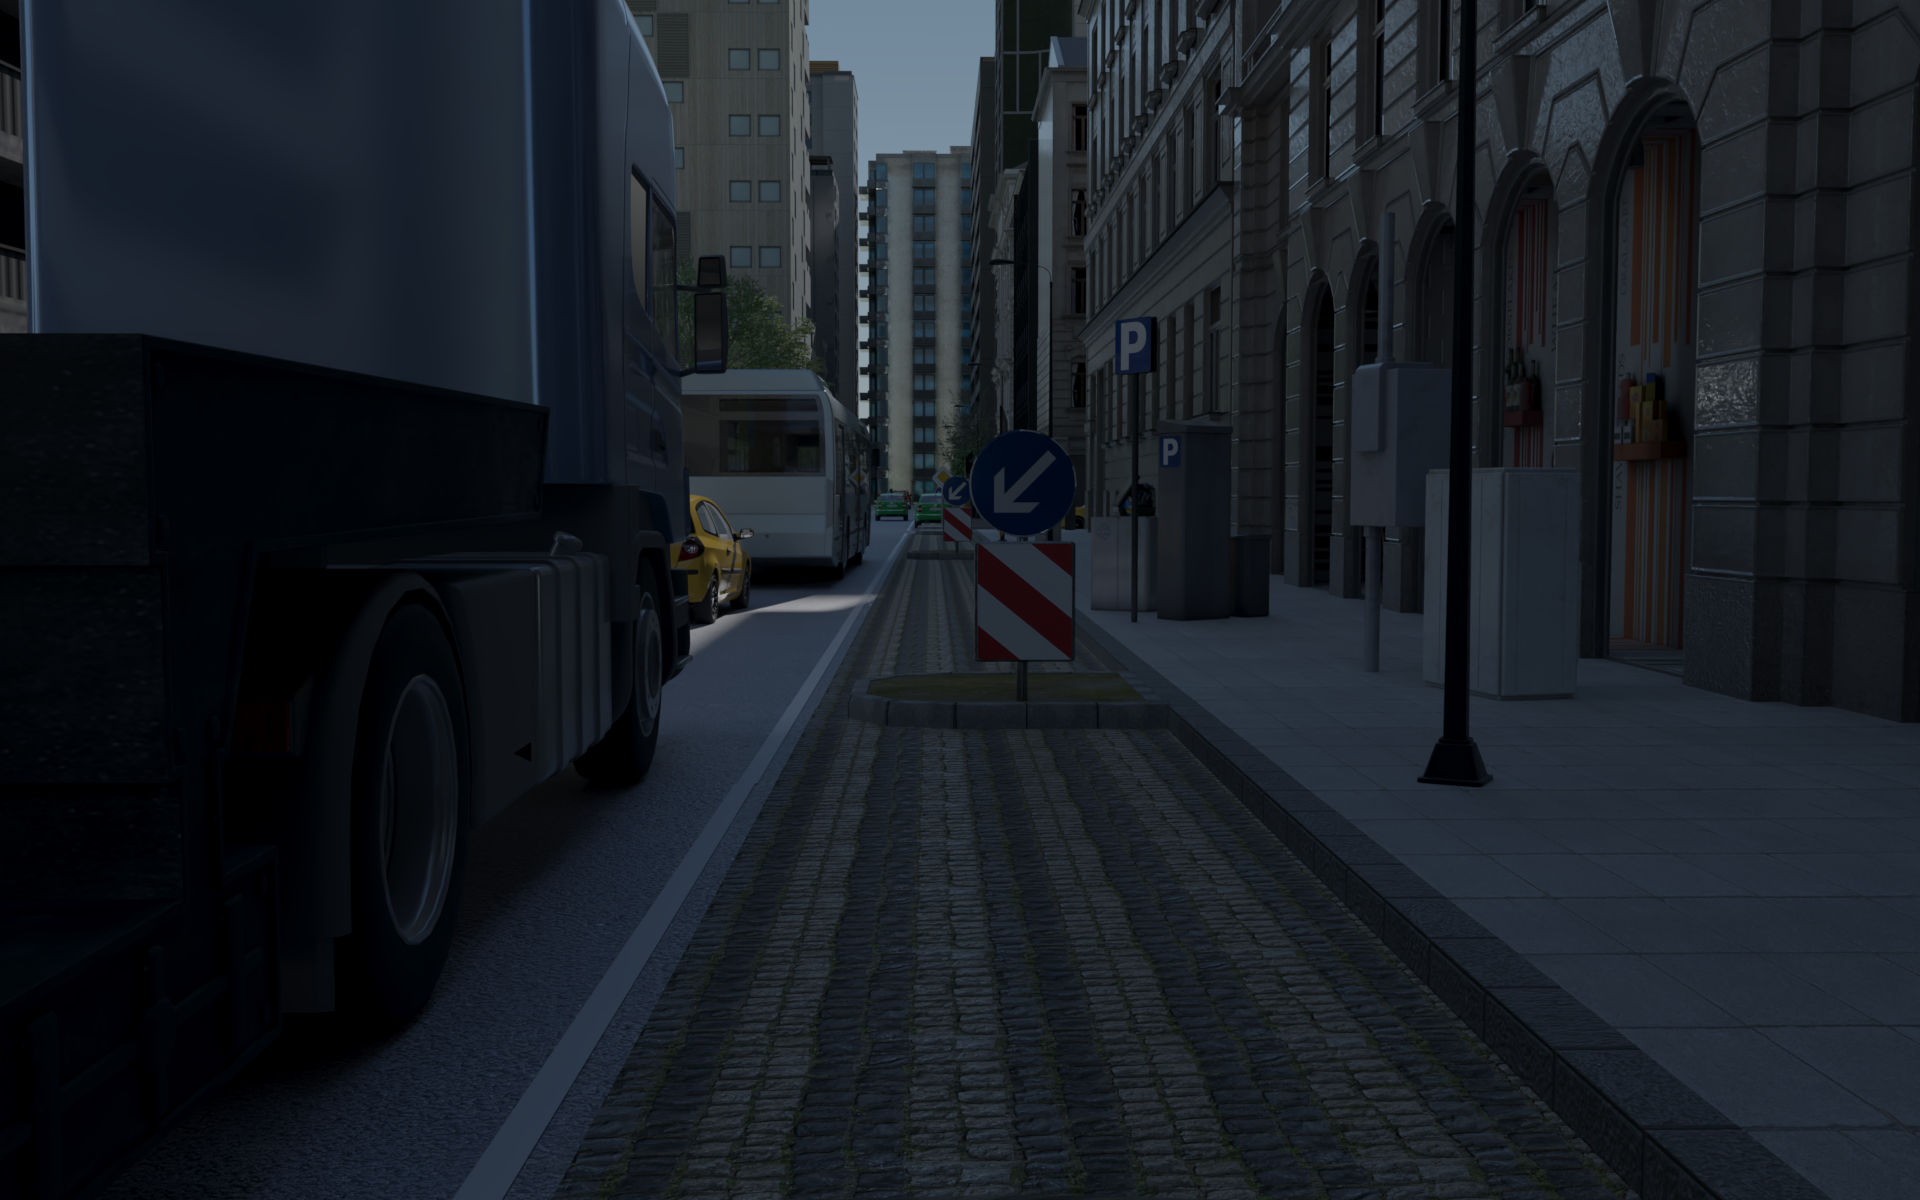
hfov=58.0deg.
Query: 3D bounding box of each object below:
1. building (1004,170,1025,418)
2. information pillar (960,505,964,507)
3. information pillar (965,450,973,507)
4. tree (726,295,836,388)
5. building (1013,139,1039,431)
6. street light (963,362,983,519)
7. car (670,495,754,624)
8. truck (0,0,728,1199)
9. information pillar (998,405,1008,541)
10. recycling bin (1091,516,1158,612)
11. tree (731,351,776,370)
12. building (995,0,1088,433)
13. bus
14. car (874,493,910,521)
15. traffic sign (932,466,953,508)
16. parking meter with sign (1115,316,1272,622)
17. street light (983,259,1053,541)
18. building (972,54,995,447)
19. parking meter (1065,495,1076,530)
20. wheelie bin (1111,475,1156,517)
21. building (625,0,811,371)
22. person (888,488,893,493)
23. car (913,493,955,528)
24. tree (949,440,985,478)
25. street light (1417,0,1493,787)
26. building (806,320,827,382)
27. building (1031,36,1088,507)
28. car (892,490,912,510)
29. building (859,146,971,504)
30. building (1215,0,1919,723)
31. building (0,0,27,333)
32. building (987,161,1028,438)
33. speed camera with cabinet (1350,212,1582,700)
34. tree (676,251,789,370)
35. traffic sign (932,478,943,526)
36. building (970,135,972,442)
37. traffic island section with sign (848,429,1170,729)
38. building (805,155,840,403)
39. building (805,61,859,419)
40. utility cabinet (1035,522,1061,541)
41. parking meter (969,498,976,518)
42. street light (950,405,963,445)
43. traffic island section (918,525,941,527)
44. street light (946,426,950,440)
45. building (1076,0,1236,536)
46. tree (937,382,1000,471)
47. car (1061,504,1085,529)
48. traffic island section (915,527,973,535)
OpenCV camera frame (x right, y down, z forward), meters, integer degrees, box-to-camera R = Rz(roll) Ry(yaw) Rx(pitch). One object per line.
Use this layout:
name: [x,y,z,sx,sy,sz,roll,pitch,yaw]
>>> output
building: [8.787,-17.267,111.198,11.050,23.489,19.941,0,4,-1]
information pillar: [0.139,-7.329,124.315,0.304,2.012,0.304,0,4,6]
information pillar: [0.482,-6.199,92.701,0.504,3.616,0.183,-2,4,-32]
tree: [-11.034,-11.085,99.374,7.486,12.596,7.792,0,3,0]
building: [9.394,-16.099,92.889,12.332,23.373,15.834,0,4,-1]
street light: [0.946,-5.425,61.236,1.470,5.913,1.316,0,4,-1]
car: [-3.524,-0.631,20.546,2.015,1.641,3.980,0,4,1]
truck: [-2.574,-0.718,1.491,2.967,4.110,18.799,0,4,-1]
information pillar: [1.157,-3.347,46.073,0.183,3.616,0.504,1,4,19]
recycling bin: [1.922,-0.410,19.253,0.722,1.027,0.722,2,4,32]
tree: [-10.658,-8.529,89.808,4.737,8.622,4.395,0,3,0]
building: [11.680,-44.360,163.543,20.563,71.187,20.611,0,4,-1]
bus: [-3.179,-2.284,32.203,2.948,3.499,13.247,0,4,0]
car: [-3.696,-5.202,93.843,1.959,1.807,4.718,0,4,-2]
traffic sign: [-0.591,-3.526,61.295,0.795,2.450,0.064,0,4,-1]
parking meter with sign: [2.426,-1.312,17.715,1.738,3.016,0.543,-2,4,-34]
street light: [1.258,-3.780,34.347,1.470,5.913,1.316,0,4,-1]
building: [12.491,-34.350,185.317,21.300,48.544,21.600,0,4,-1]
parking meter: [3.910,-3.408,61.436,0.255,1.863,0.399,2,4,35]
wheelie bin: [2.881,-1.264,28.581,0.693,1.594,0.980,0,4,-4]
building: [-27.730,-34.719,156.886,28.713,52.752,27.495,0,4,-1]
person: [-4.503,-6.250,110.950,0.793,1.790,0.793,0,4,8]
car: [-1.031,-3.978,73.841,1.959,1.807,4.718,0,4,-1]
tree: [0.869,-7.437,105.306,4.285,4.588,4.351,0,3,0]
street light: [1.675,-2.142,7.568,1.470,5.913,1.316,0,4,-1]
building: [-28.937,-20.873,186.310,27.650,21.520,28.899,0,4,-1]
building: [12.499,-13.844,75.506,18.267,20.994,9.793,0,4,-1]
car: [-5.569,-9.350,161.545,2.281,1.827,5.304,0,4,-2]
building: [1.407,-38.000,240.909,30.456,49.044,23.786,0,4,-1]
building: [10.625,-10.726,17.177,13.314,21.916,24.055,0,4,-1]
building: [-22.072,-35.753,22.807,20.563,71.187,20.611,0,4,-1]
building: [9.399,-21.124,132.764,14.401,28.519,23.554,0,4,-1]
speed camera with cabinet: [3.360,-1.060,11.663,0.660,3.252,2.038,-1,4,-15]
tree: [-11.149,-9.155,75.439,9.928,11.665,9.643,0,3,0]
traffic sign: [-0.725,-4.014,69.278,0.795,2.450,0.064,0,4,-1]
building: [12.144,-35.678,207.033,21.300,48.544,21.600,0,4,-1]
traffic island section with sign: [0.271,-0.171,11.426,1.989,1.847,2.006,0,4,-1]
building: [-21.785,-32.243,210.769,14.086,41.232,14.154,0,4,-1]
building: [-28.168,-42.624,238.908,28.212,58.520,21.231,0,4,-1]
utility cabinet: [2.301,-2.217,44.931,0.318,1.500,1.173,2,4,24]
parking meter: [0.660,-5.083,91.514,0.372,1.533,0.369,0,3,0]
street light: [0.369,-7.199,90.250,1.470,5.913,1.316,0,4,-1]
traffic island section: [-0.701,-2.879,69.356,2.009,0.180,2.903,0,4,-1]
street light: [-0.229,-8.873,117.621,1.470,5.913,1.316,0,4,-1]
building: [11.739,-12.899,44.175,16.112,22.955,30.059,0,4,-1]
tree: [0.840,-9.874,111.804,4.360,8.622,3.978,0,3,0]
car: [5.524,-3.365,65.245,3.980,1.641,2.015,0,4,-1]
traffic island section: [-0.568,-2.391,61.372,2.009,0.180,2.903,0,4,-1]
